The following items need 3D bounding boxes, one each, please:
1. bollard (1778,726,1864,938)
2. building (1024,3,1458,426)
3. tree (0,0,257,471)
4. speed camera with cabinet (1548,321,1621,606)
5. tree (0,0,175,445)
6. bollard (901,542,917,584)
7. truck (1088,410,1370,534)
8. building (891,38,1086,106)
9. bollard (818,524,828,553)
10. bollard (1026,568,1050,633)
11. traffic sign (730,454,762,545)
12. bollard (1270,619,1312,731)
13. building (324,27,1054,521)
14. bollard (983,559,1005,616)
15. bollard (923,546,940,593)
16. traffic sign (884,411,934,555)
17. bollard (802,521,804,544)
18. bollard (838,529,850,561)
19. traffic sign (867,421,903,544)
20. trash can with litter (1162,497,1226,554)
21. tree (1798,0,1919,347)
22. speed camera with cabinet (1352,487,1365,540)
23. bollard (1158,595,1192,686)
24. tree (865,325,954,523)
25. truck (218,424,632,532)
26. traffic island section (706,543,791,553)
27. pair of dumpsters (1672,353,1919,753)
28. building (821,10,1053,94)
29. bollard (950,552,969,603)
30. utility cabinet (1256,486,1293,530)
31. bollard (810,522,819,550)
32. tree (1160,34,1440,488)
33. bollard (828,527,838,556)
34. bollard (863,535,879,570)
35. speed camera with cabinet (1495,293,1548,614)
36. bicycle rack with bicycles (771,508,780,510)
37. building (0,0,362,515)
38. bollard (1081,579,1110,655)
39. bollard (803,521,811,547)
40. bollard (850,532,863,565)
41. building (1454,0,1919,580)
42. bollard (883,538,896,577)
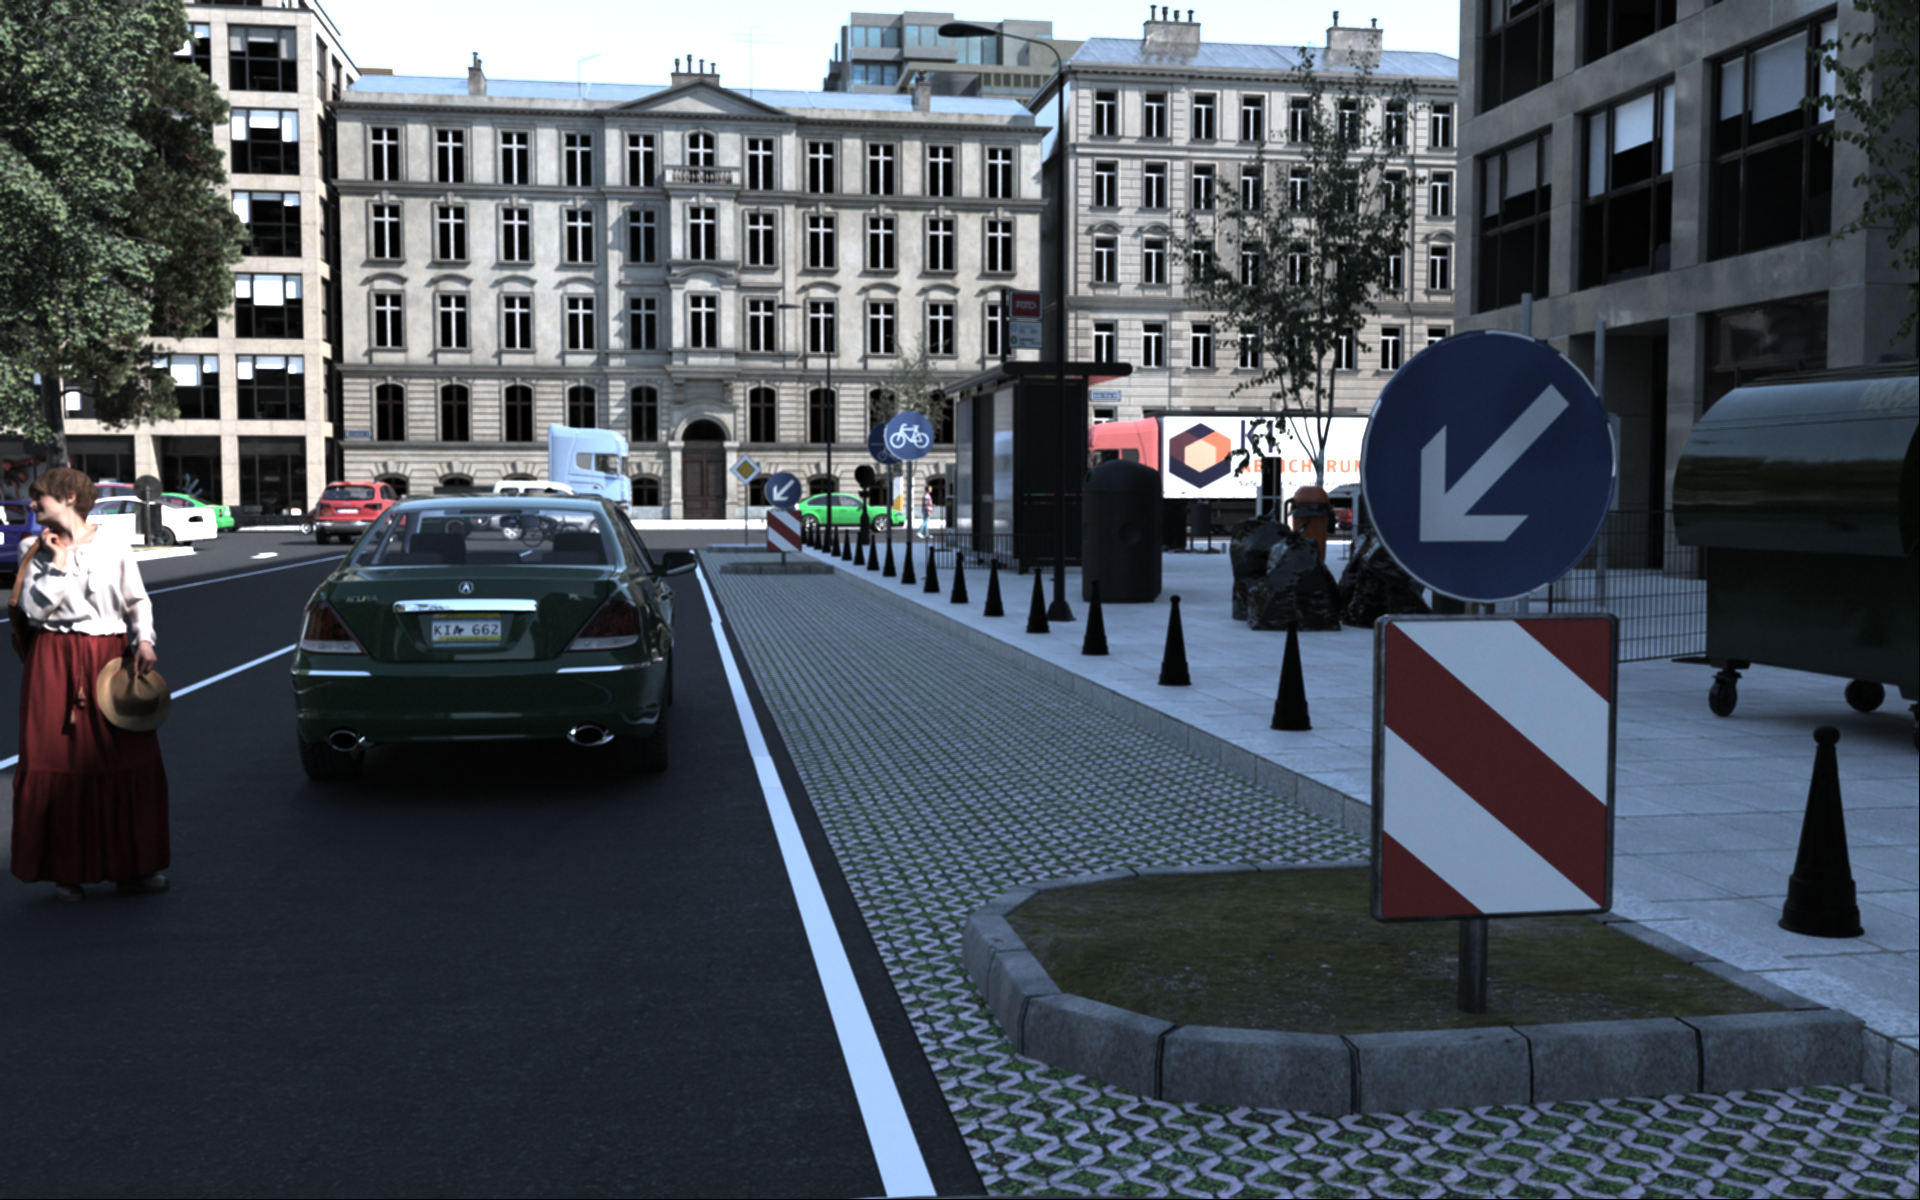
[{"bbox_3d":[2.542,0.669,5.096,0.229,0.601,0.229,0,3,0],"label":"bollard"},{"bbox_3d":[16.415,-18.139,93.839,25.104,27.353,12.463,-1,4,-9],"label":"building"},{"bbox_3d":[-18.902,-7.707,35.887,7.806,13.903,7.818,0,3,0],"label":"tree"},{"bbox_3d":[7.018,-1.602,20.527,0.660,3.252,2.038,-1,4,-10],"label":"speed camera with cabinet"},{"bbox_3d":[-16.963,-7.195,26.744,9.857,13.997,8.962,0,3,0],"label":"tree"},{"bbox_3d":[-0.735,-0.535,24.782,0.229,0.601,0.229,0,3,0],"label":"bollard"},{"bbox_3d":[8.779,-4.308,59.353,11.283,4.237,2.839,-1,4,-10],"label":"truck"},{"bbox_3d":[6.231,-28.144,152.043,32.217,40.220,23.993,-1,4,-9],"label":"building"},{"bbox_3d":[-2.919,-1.337,37.897,0.229,0.601,0.229,0,3,0],"label":"bollard"},{"bbox_3d":[0.722,0.000,16.046,0.229,0.601,0.229,0,3,0],"label":"bollard"},{"bbox_3d":[-5.335,-2.418,43.177,0.795,2.450,0.064,-1,4,-9],"label":"traffic sign"},{"bbox_3d":[1.813,0.402,9.468,0.229,0.601,0.229,0,3,0],"label":"bollard"},{"bbox_3d":[-13.378,-16.527,89.308,34.723,24.649,14.460,-1,4,-9],"label":"building"},{"bbox_3d":[0.357,-0.134,18.237,0.229,0.601,0.229,0,3,0],"label":"bollard"},{"bbox_3d":[-0.370,-0.401,22.601,0.229,0.601,0.229,0,3,0],"label":"bollard"},{"bbox_3d":[-0.778,-1.621,26.604,0.768,2.556,0.104,0,4,-6],"label":"traffic sign"},{"bbox_3d":[-4.002,-1.738,44.455,0.229,0.601,0.229,0,3,0],"label":"bollard"},{"bbox_3d":[-2.188,-1.069,33.520,0.229,0.601,0.229,0,3,0],"label":"bollard"},{"bbox_3d":[-1.244,-1.849,30.340,0.768,2.556,0.104,-1,4,-9],"label":"traffic sign"},{"bbox_3d":[5.042,-1.645,37.948,1.678,1.210,2.233,-3,5,-42],"label":"trash can with litter"},{"bbox_3d":[9.794,-4.024,16.148,4.737,8.622,4.395,0,3,0],"label":"tree"},{"bbox_3d":[10.054,-2.772,39.659,2.038,3.252,0.660,1,4,16],"label":"speed camera with cabinet"},{"bbox_3d":[1.448,0.268,11.666,0.229,0.601,0.229,0,3,0],"label":"bollard"},{"bbox_3d":[-2.165,-7.695,76.172,4.360,8.622,3.978,0,3,0],"label":"tree"},{"bbox_3d":[-21.497,-4.693,66.496,18.799,4.110,2.967,0,4,-8],"label":"truck"},{"bbox_3d":[-5.313,-1.283,43.258,2.009,0.180,2.903,-1,4,-9],"label":"traffic island section"},{"bbox_3d":[5.264,-0.340,8.050,1.574,2.255,4.437,-1,4,-9],"label":"pair of dumpsters"},{"bbox_3d":[-2.984,-34.140,177.792,23.786,49.044,30.456,-1,4,-9],"label":"building"},{"bbox_3d":[-0.008,-0.268,20.418,0.229,0.601,0.229,0,3,0],"label":"bollard"},{"bbox_3d":[8.245,-2.244,45.368,1.173,1.500,0.318,-3,5,-42],"label":"utility cabinet"},{"bbox_3d":[-3.282,-1.470,40.079,0.229,0.601,0.229,0,3,0],"label":"bollard"},{"bbox_3d":[5.689,-4.753,28.080,4.360,8.622,3.978,0,3,0],"label":"tree"},{"bbox_3d":[-2.552,-1.202,35.702,0.229,0.601,0.229,0,3,0],"label":"bollard"},{"bbox_3d":[-1.463,-0.802,29.155,0.229,0.601,0.229,0,3,0],"label":"bollard"},{"bbox_3d":[5.481,-1.440,17.880,0.660,3.252,2.038,0,4,6],"label":"speed camera with cabinet"},{"bbox_3d":[-7.518,-4.126,80.836,2.925,0.926,2.852,-2,4,-28],"label":"bicycle rack with bicycles"},{"bbox_3d":[-47.710,-17.203,85.792,34.151,26.468,19.350,-1,4,-9],"label":"building"},{"bbox_3d":[1.084,0.133,13.864,0.229,0.601,0.229,0,3,0],"label":"bollard"},{"bbox_3d":[-3.642,-1.604,42.273,0.229,0.601,0.229,0,3,0],"label":"bollard"},{"bbox_3d":[-1.823,-0.936,31.338,0.229,0.601,0.229,0,3,0],"label":"bollard"},{"bbox_3d":[21.830,-13.051,17.896,19.350,26.468,34.151,-1,4,-9],"label":"building"},{"bbox_3d":[-1.099,-0.669,26.973,0.229,0.601,0.229,0,3,0],"label":"bollard"}]
